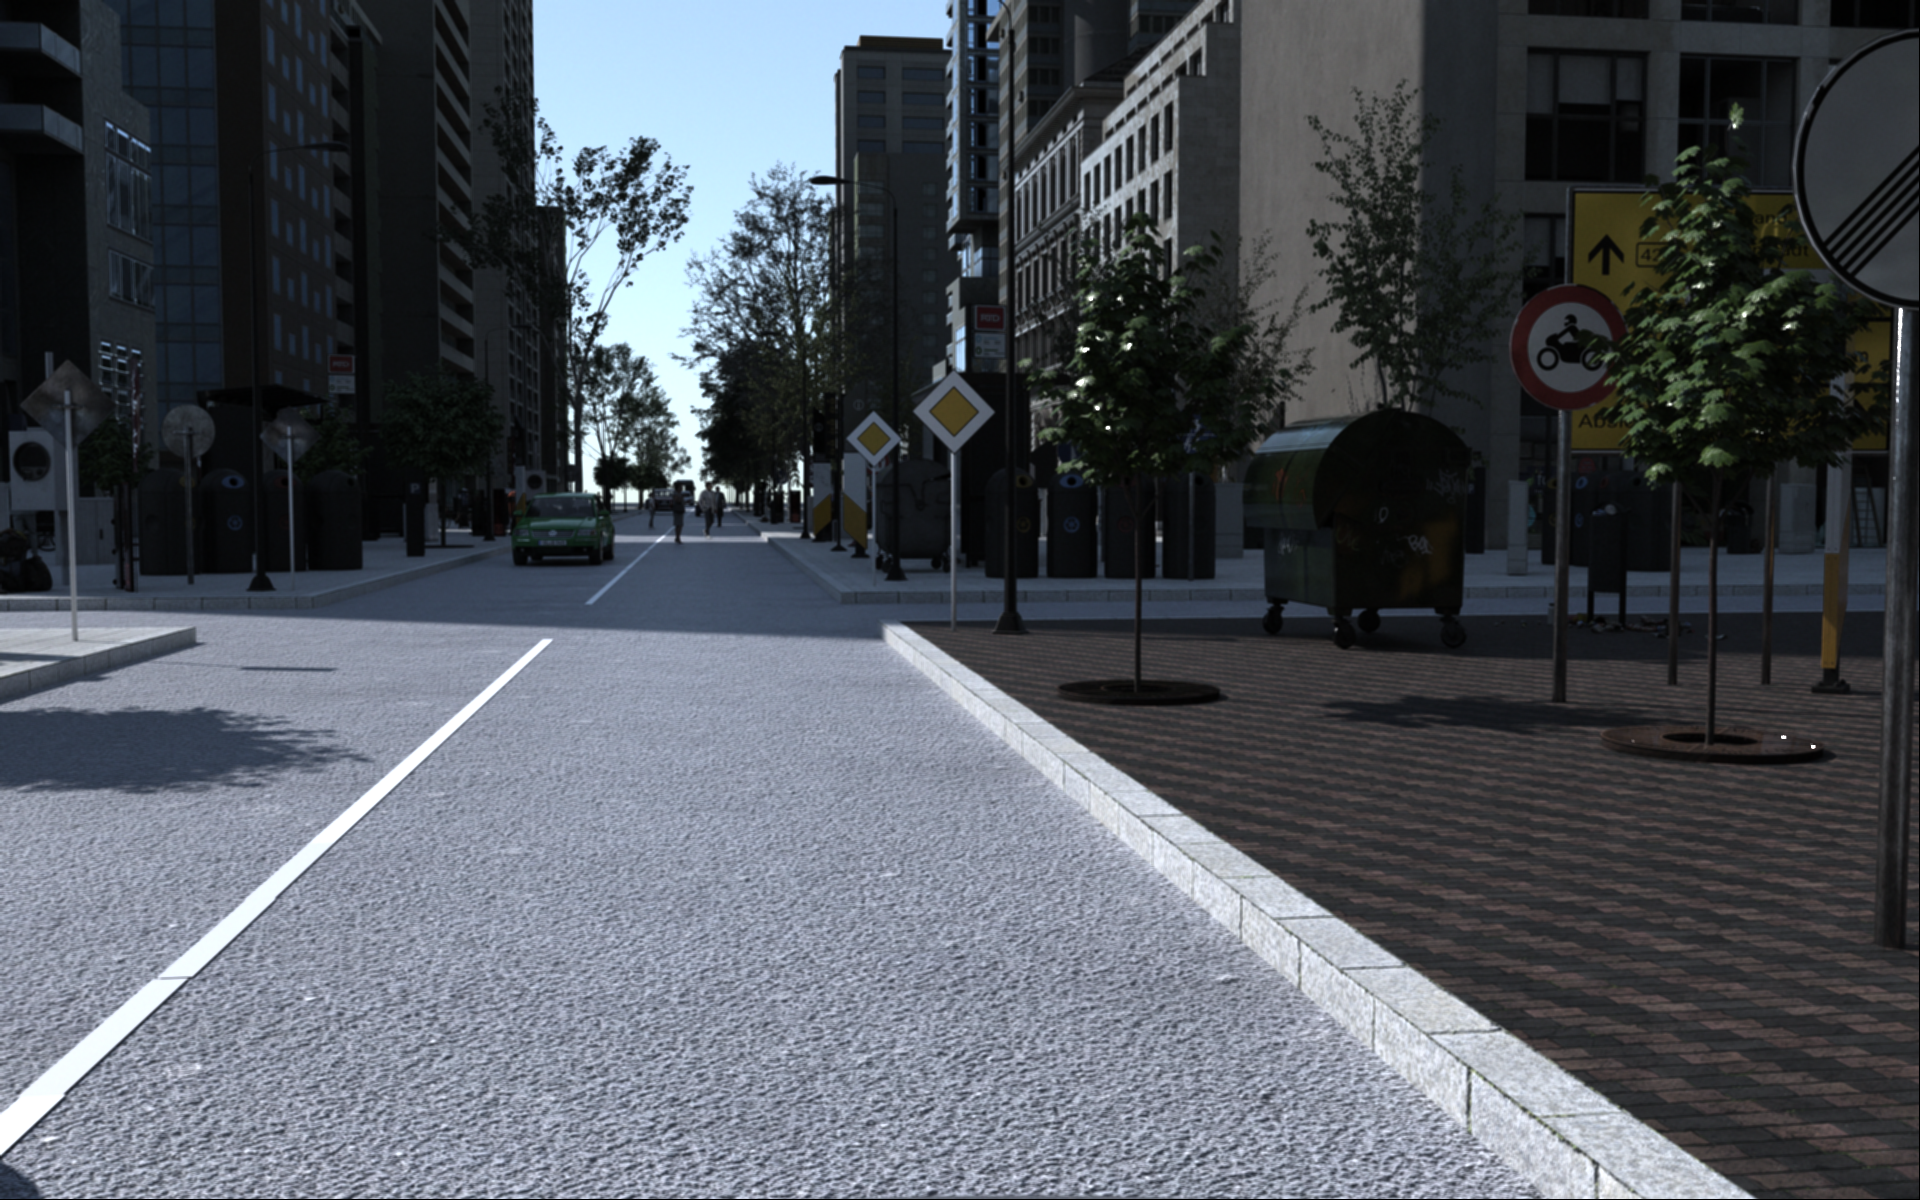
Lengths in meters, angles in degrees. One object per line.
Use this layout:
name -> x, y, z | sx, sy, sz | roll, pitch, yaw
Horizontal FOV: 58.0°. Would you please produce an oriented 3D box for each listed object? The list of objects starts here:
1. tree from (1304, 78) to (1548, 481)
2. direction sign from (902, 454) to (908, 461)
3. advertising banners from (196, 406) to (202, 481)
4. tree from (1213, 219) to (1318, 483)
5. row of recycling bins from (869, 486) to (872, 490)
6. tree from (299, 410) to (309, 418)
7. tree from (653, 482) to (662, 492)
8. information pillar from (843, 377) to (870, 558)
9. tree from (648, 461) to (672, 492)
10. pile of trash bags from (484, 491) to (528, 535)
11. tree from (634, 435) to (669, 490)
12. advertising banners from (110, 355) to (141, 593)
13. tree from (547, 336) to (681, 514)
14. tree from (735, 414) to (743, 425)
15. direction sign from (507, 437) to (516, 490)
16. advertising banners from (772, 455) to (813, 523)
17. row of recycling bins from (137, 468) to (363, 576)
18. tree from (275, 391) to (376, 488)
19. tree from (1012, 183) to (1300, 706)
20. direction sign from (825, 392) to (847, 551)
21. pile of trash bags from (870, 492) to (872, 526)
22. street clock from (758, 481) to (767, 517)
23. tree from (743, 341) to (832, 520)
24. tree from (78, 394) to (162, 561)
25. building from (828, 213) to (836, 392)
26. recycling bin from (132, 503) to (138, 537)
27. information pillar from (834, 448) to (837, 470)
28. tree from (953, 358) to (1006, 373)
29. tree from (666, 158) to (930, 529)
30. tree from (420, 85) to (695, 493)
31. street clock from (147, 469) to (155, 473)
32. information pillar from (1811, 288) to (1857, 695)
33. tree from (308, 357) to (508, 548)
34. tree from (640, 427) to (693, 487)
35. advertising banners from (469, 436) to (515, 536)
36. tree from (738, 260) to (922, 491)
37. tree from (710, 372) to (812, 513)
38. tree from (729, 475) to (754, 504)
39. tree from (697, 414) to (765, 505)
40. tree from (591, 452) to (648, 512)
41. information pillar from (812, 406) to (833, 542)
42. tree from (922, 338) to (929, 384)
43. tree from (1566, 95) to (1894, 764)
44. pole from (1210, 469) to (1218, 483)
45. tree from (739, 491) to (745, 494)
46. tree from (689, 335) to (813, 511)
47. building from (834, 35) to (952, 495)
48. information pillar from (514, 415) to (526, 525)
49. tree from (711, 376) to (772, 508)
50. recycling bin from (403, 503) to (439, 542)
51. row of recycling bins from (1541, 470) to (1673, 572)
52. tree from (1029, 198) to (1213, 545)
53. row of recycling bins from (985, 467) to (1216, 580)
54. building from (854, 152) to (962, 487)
tree -> 7.969, -4.935, 31.045 | 4.737, 8.622, 4.395 | 0, 3, 0
direction sign -> -3.368, -6.490, 98.106 | 0.876, 3.537, 0.379 | -1, 4, -10
advertising banners -> -14.859, -2.324, 34.183 | 0.090, 3.025, 2.074 | -2, 4, -34
tree -> 7.493, -5.936, 47.410 | 4.360, 8.622, 3.978 | 0, 3, 0
row of recycling bins -> -4.091, -5.056, 89.771 | 3.534, 1.692, 1.069 | 1, 4, 23
tree -> -24.483, -4.968, 64.945 | 4.285, 4.588, 4.351 | 0, 3, 0
tree -> -39.950, -14.227, 227.212 | 1.663, 3.219, 1.824 | 0, 3, 0
information pillar -> -2.089, -2.658, 34.816 | 0.504, 3.616, 0.183 | 1, 4, 14
tree -> -28.755, -10.590, 156.856 | 4.285, 4.588, 4.351 | 0, 3, 0
pile of trash bags -> -14.315, -2.763, 54.927 | 1.912, 1.369, 3.447 | 0, 4, -8
tree -> -32.982, -14.432, 186.326 | 4.737, 8.622, 4.395 | 0, 3, 0
advertising banners -> -10.963, -1.626, 22.770 | 0.090, 3.025, 2.074 | -2, 4, -34
tree -> -22.914, -11.438, 112.765 | 9.928, 11.665, 9.643 | 0, 3, 0
tree -> -12.008, -9.700, 108.951 | 4.360, 8.622, 3.978 | 0, 3, 0
direction sign -> -17.521, -4.661, 68.198 | 0.876, 3.537, 0.379 | 3, 4, 38
advertising banners -> -7.398, -4.972, 77.485 | 2.074, 3.025, 0.090 | 0, 4, 5
row of recycling bins -> -11.640, -1.307, 28.486 | 3.534, 1.692, 1.069 | -3, 5, -43
tree -> -11.926, -2.338, 32.831 | 1.663, 3.219, 1.824 | 0, 3, 0
tree -> 1.023, -0.992, 10.825 | 1.663, 3.219, 1.824 | 0, 3, 0
direction sign -> -2.731, -2.870, 38.926 | 0.379, 3.537, 0.876 | 3, 4, 37
pile of trash bags -> -3.614, -3.681, 69.934 | 1.912, 1.369, 3.447 | 0, 4, -8
street clock -> -11.028, -5.632, 96.657 | 0.471, 2.002, 0.358 | 0, 4, 7
tree -> -7.899, -8.073, 82.350 | 4.360, 8.622, 3.978 | 0, 3, 0
tree -> -16.451, -2.363, 33.232 | 1.663, 3.219, 1.824 | 0, 3, 0
building -> -12.169, -34.776, 252.180 | 14.154, 41.232, 14.086 | -1, 4, -8
recycling bin -> -24.112, -2.380, 51.462 | 0.722, 1.027, 0.722 | 1, 4, 20
information pillar -> -5.740, -5.409, 79.788 | 0.183, 3.616, 0.504 | 3, 5, 44
tree -> 1.524, -8.296, 86.009 | 4.360, 8.622, 3.978 | 0, 3, 0
tree -> -5.733, -9.387, 63.841 | 12.009, 13.543, 11.850 | 0, 3, 0
tree -> -19.909, -13.893, 83.041 | 12.611, 20.169, 13.585 | 0, 3, 0
street clock -> -23.104, -2.744, 49.438 | 0.358, 2.002, 0.471 | -1, 4, -14
information pillar -> 5.697, -1.214, 11.199 | 0.183, 3.616, 0.504 | 2, 4, 34
tree -> -12.451, -3.537, 41.539 | 4.285, 4.588, 4.351 | 0, 3, 0
tree -> -39.979, -18.338, 234.235 | 8.767, 10.594, 7.601 | 0, 4, 8
advertising banners -> -14.011, -3.442, 52.460 | 2.074, 3.025, 0.090 | 1, 4, 22
tree -> -4.507, -6.321, 53.707 | 4.737, 8.622, 4.395 | 0, 3, 0
tree -> -13.612, -11.298, 119.134 | 7.601, 10.594, 8.767 | -1, 4, -14
tree -> -26.766, -14.087, 214.030 | 4.285, 4.588, 4.351 | 0, 3, 0
tree -> -25.371, -17.186, 197.993 | 9.611, 12.733, 9.660 | 0, 3, 0
tree -> -25.462, -8.781, 127.284 | 4.285, 4.588, 4.351 | 0, 3, 0
information pillar -> -3.698, -3.356, 46.233 | 0.504, 3.616, 0.183 | -1, 4, -22
tree -> -2.822, -7.657, 75.553 | 4.737, 8.622, 4.395 | 0, 3, 0
tree -> 3.723, -0.850, 8.501 | 1.663, 3.219, 1.824 | 0, 3, 0
pole -> 6.418, -3.061, 43.890 | 0.158, 3.312, 0.155 | 0, 3, 0
tree -> -27.970, -13.903, 221.912 | 1.663, 3.219, 1.824 | 0, 3, 0
tree -> -15.993, -13.968, 135.038 | 9.857, 13.997, 8.962 | 0, 3, 0
building -> -6.077, -42.153, 231.201 | 21.231, 58.520, 28.212 | -1, 4, -8
information pillar -> -12.970, -3.651, 51.056 | 0.183, 3.616, 0.504 | -3, 5, -41
tree -> -19.333, -14.682, 158.172 | 7.486, 12.596, 7.792 | 0, 3, 0
recycling bin -> -14.541, -2.090, 46.728 | 0.722, 1.027, 0.722 | 0, 4, 5
row of recycling bins -> 11.334, -1.415, 30.252 | 1.069, 1.692, 3.534 | -1, 4, -10
tree -> 3.584, -5.668, 43.037 | 4.360, 8.622, 3.978 | 0, 3, 0
row of recycling bins -> 2.130, -1.189, 26.547 | 3.534, 1.692, 1.069 | 0, 4, 6
building -> -5.918, -32.222, 210.425 | 14.154, 41.232, 14.086 | -1, 4, -8
